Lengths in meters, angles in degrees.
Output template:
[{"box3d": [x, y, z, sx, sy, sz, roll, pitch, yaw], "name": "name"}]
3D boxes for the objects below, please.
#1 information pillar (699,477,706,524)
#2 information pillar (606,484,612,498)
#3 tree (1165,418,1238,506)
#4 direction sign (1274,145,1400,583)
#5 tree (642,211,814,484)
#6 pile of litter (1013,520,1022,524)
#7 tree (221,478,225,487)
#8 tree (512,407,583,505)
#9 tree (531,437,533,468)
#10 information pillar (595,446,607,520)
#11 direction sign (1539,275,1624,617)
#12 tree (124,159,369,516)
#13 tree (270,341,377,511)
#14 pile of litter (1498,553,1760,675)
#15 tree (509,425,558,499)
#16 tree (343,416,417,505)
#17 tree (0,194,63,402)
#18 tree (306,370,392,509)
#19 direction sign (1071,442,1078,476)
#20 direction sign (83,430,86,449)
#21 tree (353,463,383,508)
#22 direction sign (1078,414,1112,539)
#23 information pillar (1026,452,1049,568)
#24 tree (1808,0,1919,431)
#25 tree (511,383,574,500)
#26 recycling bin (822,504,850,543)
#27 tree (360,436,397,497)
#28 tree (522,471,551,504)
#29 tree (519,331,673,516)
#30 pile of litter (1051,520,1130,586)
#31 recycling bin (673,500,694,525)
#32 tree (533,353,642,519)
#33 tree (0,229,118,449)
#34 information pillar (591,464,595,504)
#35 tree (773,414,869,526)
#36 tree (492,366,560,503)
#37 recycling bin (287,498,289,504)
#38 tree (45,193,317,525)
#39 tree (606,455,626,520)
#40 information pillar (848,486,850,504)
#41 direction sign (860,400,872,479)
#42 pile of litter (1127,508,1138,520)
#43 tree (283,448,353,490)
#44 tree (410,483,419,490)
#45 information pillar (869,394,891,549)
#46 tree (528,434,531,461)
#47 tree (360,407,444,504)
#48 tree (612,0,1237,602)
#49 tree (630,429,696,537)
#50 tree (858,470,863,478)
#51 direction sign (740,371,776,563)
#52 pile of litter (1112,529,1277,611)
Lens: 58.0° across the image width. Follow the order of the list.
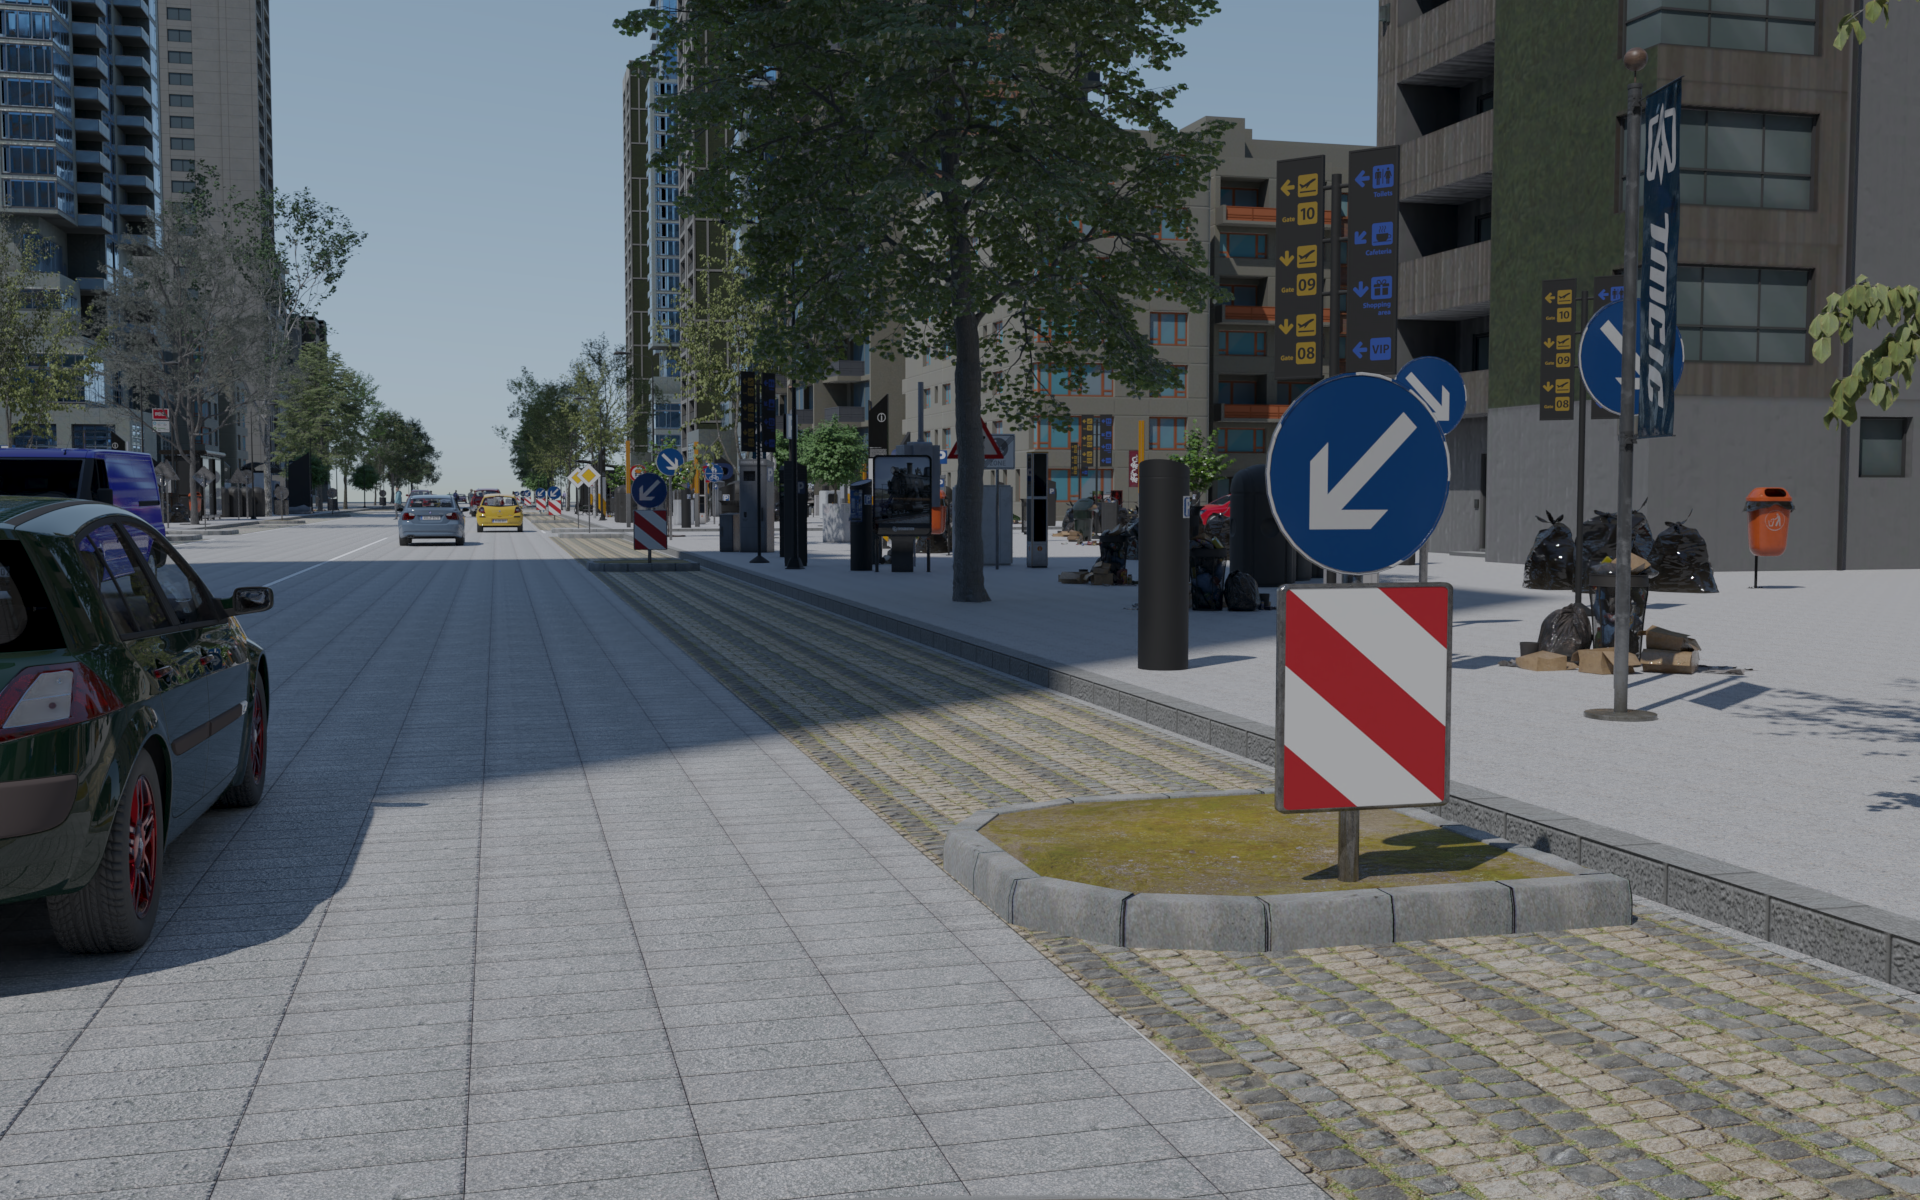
[{"box3d": [-11.042, -4.262, 74.175, 0.304, 2.012, 0.304, 0, 4, -5], "name": "information pillar"}, {"box3d": [-24.399, -7.096, 120.512, 0.304, 2.012, 0.304, 1, 4, 12], "name": "information pillar"}, {"box3d": [5.952, -3.028, 44.112, 1.663, 3.219, 1.824, 0, 3, 0], "name": "tree"}, {"box3d": [2.500, -1.198, 11.592, 0.876, 3.537, 0.379, 3, 4, 38], "name": "direction sign"}, {"box3d": [-5.405, -5.629, 42.402, 4.737, 8.622, 4.395, 0, 3, 0], "name": "tree"}, {"box3d": [1.950, -3.680, 74.132, 1.176, 0.858, 1.719, -2, 4, -31], "name": "pile of litter"}, {"box3d": [-48.901, -7.299, 113.940, 1.663, 3.219, 1.824, 0, 3, 0], "name": "tree"}, {"box3d": [-46.190, -16.452, 194.742, 9.928, 11.665, 9.643, 0, 3, 0], "name": "tree"}, {"box3d": [-32.973, -11.937, 145.536, 4.737, 8.622, 4.395, 0, 3, 0], "name": "tree"}, {"box3d": [-17.494, -5.708, 84.682, 0.183, 3.616, 0.504, 2, 4, 26], "name": "information pillar"}, {"box3d": [6.526, -1.602, 18.183, 0.876, 3.537, 0.379, 2, 4, 34], "name": "direction sign"}, {"box3d": [-40.924, -14.890, 99.337, 12.611, 20.169, 13.585, 0, 3, 0], "name": "tree"}, {"box3d": [-47.243, -12.877, 128.663, 7.486, 12.596, 7.792, 0, 3, 0], "name": "tree"}, {"box3d": [4.881, 0.079, 12.672, 1.719, 0.858, 1.176, 2, 4, 31], "name": "pile of litter"}, {"box3d": [-67.660, -22.594, 276.069, 9.857, 13.997, 8.962, 0, 3, 0], "name": "tree"}, {"box3d": [-65.429, -15.866, 193.823, 7.601, 10.594, 8.767, 3, 5, 45], "name": "tree"}, {"box3d": [-23.943, -5.603, 41.964, 4.360, 8.622, 3.978, 0, 3, 0], "name": "tree"}, {"box3d": [-51.312, -13.385, 144.603, 9.928, 11.665, 9.643, 0, 3, 0], "name": "tree"}, {"box3d": [5.248, -5.150, 76.192, 0.876, 3.537, 0.379, -2, 4, -27], "name": "direction sign"}, {"box3d": [-30.972, -4.242, 61.357, 0.379, 3.537, 0.876, -2, 4, -30], "name": "direction sign"}, {"box3d": [-56.447, -11.051, 164.390, 4.285, 4.588, 4.351, 0, 3, 0], "name": "tree"}, {"box3d": [3.886, -3.502, 49.262, 0.876, 3.537, 0.379, 1, 4, 10], "name": "direction sign"}, {"box3d": [1.343, -1.566, 30.091, 0.304, 2.012, 0.304, -1, 4, -16], "name": "information pillar"}, {"box3d": [4.431, -3.411, 6.136, 4.737, 8.622, 4.395, 0, 3, 0], "name": "tree"}, {"box3d": [-42.128, -15.854, 177.337, 7.486, 12.596, 7.792, 0, 3, 0], "name": "tree"}, {"box3d": [-3.169, -2.047, 46.020, 0.722, 1.027, 0.722, 2, 4, 33], "name": "recycling bin"}, {"box3d": [-67.756, -15.367, 201.620, 4.360, 8.622, 3.978, 0, 3, 0], "name": "tree"}, {"box3d": [-56.463, -15.368, 234.974, 4.285, 4.588, 4.351, 0, 3, 0], "name": "tree"}, {"box3d": [-21.040, -10.111, 99.735, 8.767, 10.594, 7.601, -1, 4, -19], "name": "tree"}, {"box3d": [1.995, -0.663, 24.807, 1.176, 0.858, 1.719, 0, 4, -4], "name": "pile of litter"}, {"box3d": [-12.118, -3.878, 75.967, 0.722, 1.027, 0.722, 1, 4, 11], "name": "recycling bin"}, {"box3d": [-18.952, -8.584, 90.704, 4.737, 8.622, 4.395, 0, 3, 0], "name": "tree"}, {"box3d": [-25.793, -5.945, 47.568, 4.737, 8.622, 4.395, 0, 3, 0], "name": "tree"}, {"box3d": [-24.729, -7.687, 117.041, 0.504, 3.616, 0.183, -3, 5, -44], "name": "information pillar"}, {"box3d": [-4.904, -5.215, 68.980, 4.285, 4.588, 4.351, 0, 3, 0], "name": "tree"}, {"box3d": [-62.188, -24.370, 254.338, 12.611, 20.169, 13.585, 0, 3, 0], "name": "tree"}, {"box3d": [-43.042, -6.089, 112.107, 0.722, 1.027, 0.722, -3, 5, -43], "name": "recycling bin"}, {"box3d": [-32.053, -9.875, 71.832, 12.009, 13.543, 11.850, 0, 3, 0], "name": "tree"}, {"box3d": [-16.849, -5.603, 86.212, 1.663, 3.219, 1.824, 0, 3, 0], "name": "tree"}, {"box3d": [-5.044, -5.340, 78.661, 0.183, 3.616, 0.504, 0, 4, -1], "name": "information pillar"}, {"box3d": [-2.182, -3.068, 42.166, 0.379, 3.537, 0.876, 0, 4, 1], "name": "direction sign"}, {"box3d": [5.630, -2.424, 53.595, 1.176, 0.858, 1.719, 1, 4, 19], "name": "pile of litter"}, {"box3d": [-45.790, -8.418, 121.344, 4.285, 4.588, 4.351, 0, 3, 0], "name": "tree"}, {"box3d": [-88.660, -20.210, 280.802, 4.737, 8.622, 4.395, 0, 3, 0], "name": "tree"}, {"box3d": [-1.887, -3.007, 40.525, 0.504, 3.616, 0.183, 1, 4, 17], "name": "information pillar"}, {"box3d": [-39.462, -13.257, 167.107, 4.737, 8.622, 4.395, 0, 3, 0], "name": "tree"}, {"box3d": [-74.609, -19.005, 227.734, 9.611, 12.733, 9.660, 0, 3, 0], "name": "tree"}, {"box3d": [-0.283, -6.246, 20.251, 7.486, 12.596, 7.792, 0, 3, 0], "name": "tree"}, {"box3d": [-8.646, -3.501, 51.847, 1.663, 3.219, 1.824, 0, 3, 0], "name": "tree"}, {"box3d": [-6.287, -6.862, 106.797, 1.663, 3.219, 1.824, 0, 3, 0], "name": "tree"}, {"box3d": [-3.743, -2.460, 32.217, 0.379, 3.537, 0.876, 3, 4, 39], "name": "direction sign"}, {"box3d": [2.706, -0.328, 19.336, 1.719, 0.858, 1.176, 1, 4, 19], "name": "pile of litter"}]
